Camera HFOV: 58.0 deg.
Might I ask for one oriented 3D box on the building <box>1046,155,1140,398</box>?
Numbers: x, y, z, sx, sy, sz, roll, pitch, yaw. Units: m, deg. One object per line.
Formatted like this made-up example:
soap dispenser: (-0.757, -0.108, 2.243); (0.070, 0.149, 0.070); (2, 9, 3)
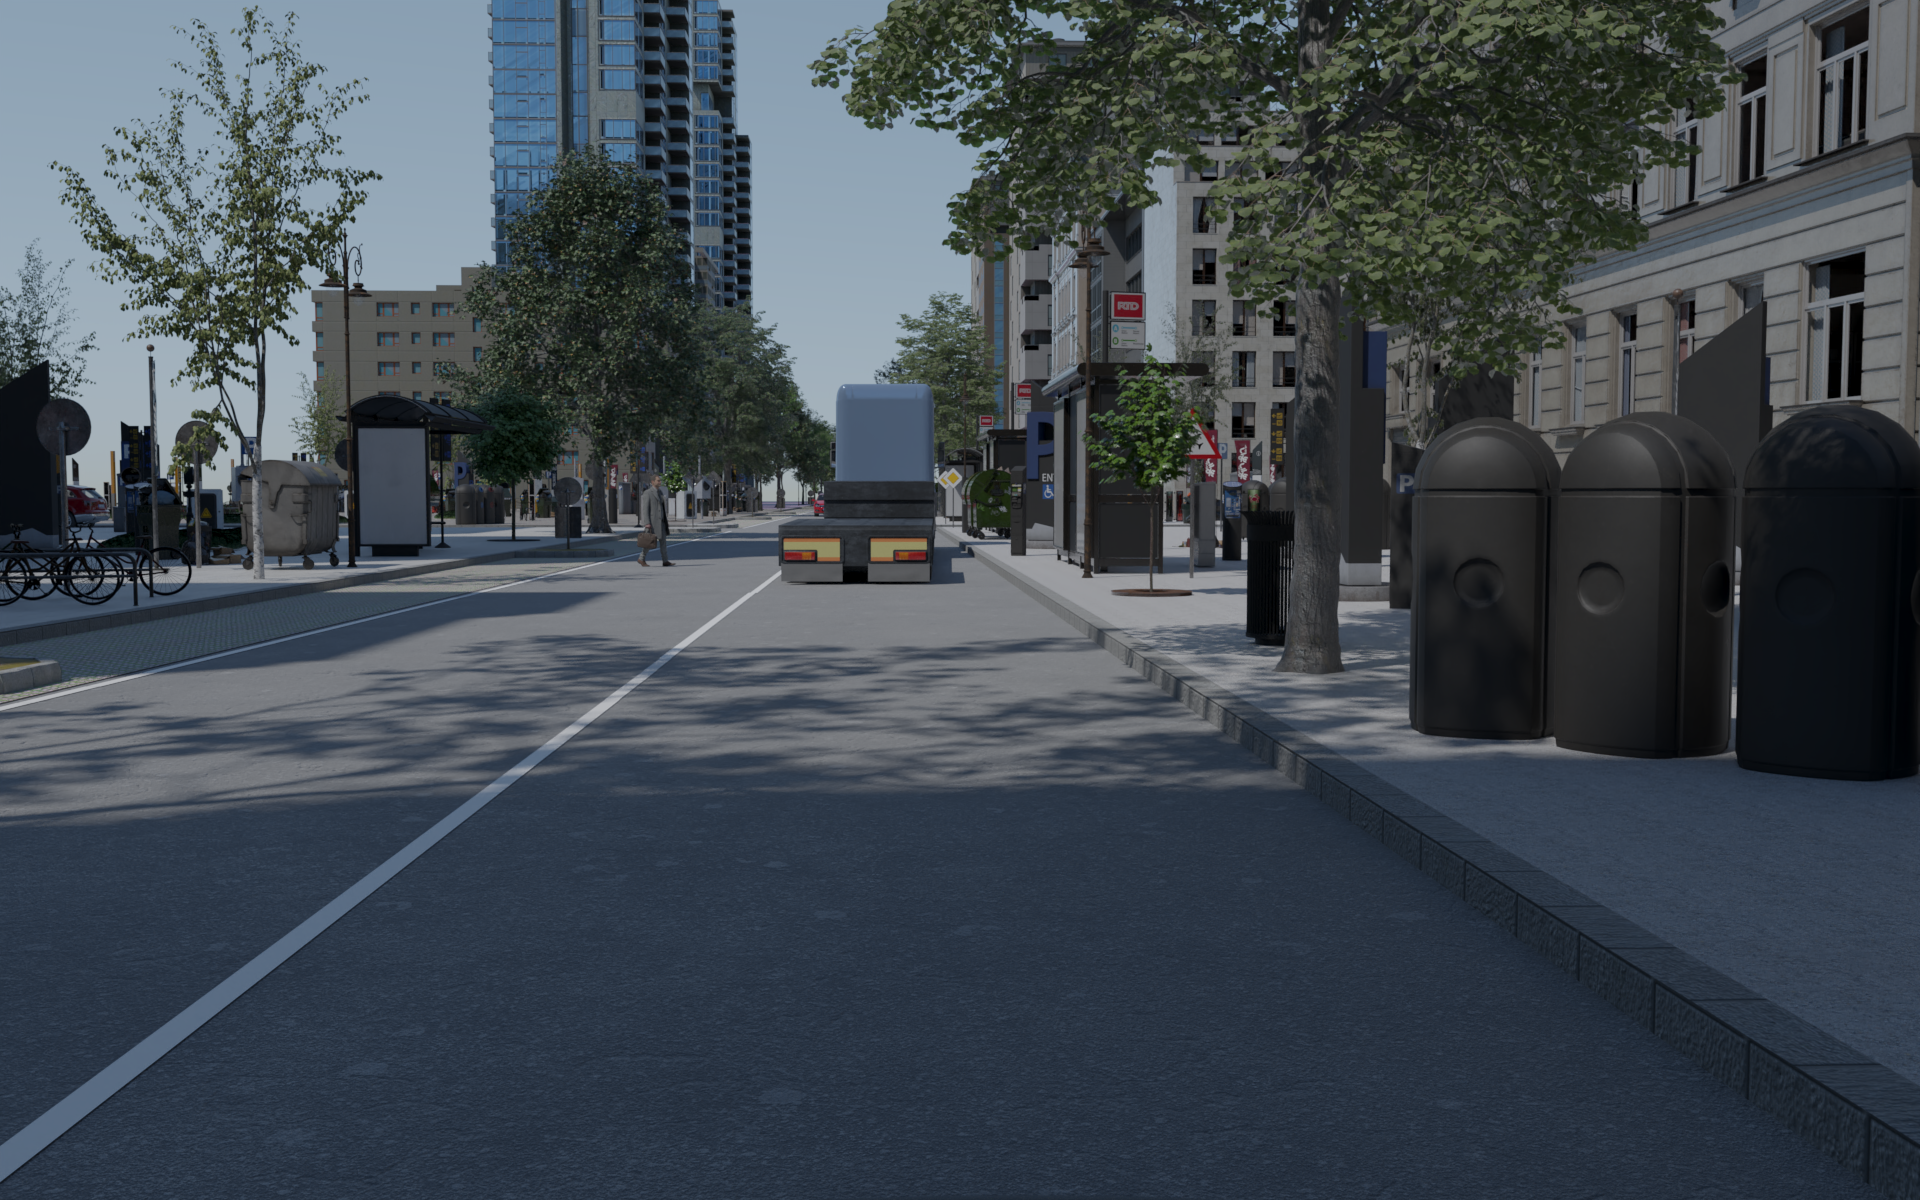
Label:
building: (14.505, -21.631, 139.576); (13.634, 28.700, 20.117); (0, 4, -3)

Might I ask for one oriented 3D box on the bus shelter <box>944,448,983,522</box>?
bus shelter: (0.131, -5.163, 78.339); (2.014, 3.302, 5.546); (0, 4, -2)

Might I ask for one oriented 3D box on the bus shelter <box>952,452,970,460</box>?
bus shelter: (0.739, -6.607, 85.652); (2.179, 5.291, 8.768); (0, 4, -3)

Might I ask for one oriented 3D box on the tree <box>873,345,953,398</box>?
tree: (-3.966, -21.960, 214.934); (12.611, 20.169, 13.585); (0, 3, 0)

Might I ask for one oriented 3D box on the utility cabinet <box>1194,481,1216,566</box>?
utility cabinet: (4.307, -1.350, 30.757); (0.318, 1.500, 1.173); (0, 4, 1)

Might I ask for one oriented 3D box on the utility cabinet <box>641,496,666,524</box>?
utility cabinet: (-12.940, -3.793, 73.185); (1.020, 1.237, 0.306); (0, 4, -4)

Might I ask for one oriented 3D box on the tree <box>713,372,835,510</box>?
tree: (-16.437, -13.147, 140.712); (9.928, 11.665, 9.643); (0, 3, 0)

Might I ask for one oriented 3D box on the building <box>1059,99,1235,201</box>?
building: (22.776, -29.538, 174.833); (32.217, 40.220, 23.993); (0, 4, -3)

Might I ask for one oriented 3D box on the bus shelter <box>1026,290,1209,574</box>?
bus shelter: (2.734, -3.318, 31.889); (2.179, 5.291, 8.768); (0, 4, -3)

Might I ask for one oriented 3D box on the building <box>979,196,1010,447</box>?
building: (10.078, -37.261, 259.328); (14.600, 45.320, 14.200); (0, 4, -3)

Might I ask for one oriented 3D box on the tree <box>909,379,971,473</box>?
tree: (-3.096, -15.753, 167.925); (12.009, 13.543, 11.850); (0, 3, 0)

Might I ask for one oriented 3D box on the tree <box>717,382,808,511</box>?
tree: (-15.343, -12.024, 131.009); (8.767, 10.594, 7.601); (3, 5, 39)

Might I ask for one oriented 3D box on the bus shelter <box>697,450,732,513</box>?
bus shelter: (-17.167, -8.696, 119.816); (2.179, 5.291, 8.768); (0, 4, -2)

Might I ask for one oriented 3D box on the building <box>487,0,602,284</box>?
building: (-39.818, -53.659, 190.003); (22.319, 86.520, 31.000); (0, 4, -3)

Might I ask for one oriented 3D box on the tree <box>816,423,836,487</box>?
tree: (-23.462, -24.423, 305.974); (9.857, 13.997, 8.962); (0, 3, 0)

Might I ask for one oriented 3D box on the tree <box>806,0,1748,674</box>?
tree: (2.479, -5.779, 12.610); (7.486, 12.596, 7.792); (0, 3, 0)

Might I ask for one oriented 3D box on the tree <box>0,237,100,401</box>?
tree: (-27.281, -6.109, 50.250); (4.360, 8.622, 3.978); (0, 3, 0)

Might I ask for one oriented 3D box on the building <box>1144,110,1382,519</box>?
building: (18.702, -14.391, 90.042); (16.860, 20.320, 10.420); (0, 4, -3)

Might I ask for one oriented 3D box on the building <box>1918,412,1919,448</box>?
building: (37.705, -16.713, 91.279); (19.932, 24.808, 12.078); (0, 4, -3)

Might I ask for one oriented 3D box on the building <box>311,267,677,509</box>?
building: (-41.674, -19.379, 161.882); (27.650, 21.520, 28.899); (0, 4, -3)

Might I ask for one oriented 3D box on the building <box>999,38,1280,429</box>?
building: (20.025, -37.364, 200.143); (28.713, 52.752, 27.495); (0, 4, -3)

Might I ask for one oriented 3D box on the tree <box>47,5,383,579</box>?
tree: (-10.817, -4.620, 25.893); (4.737, 8.622, 4.395); (0, 3, 0)

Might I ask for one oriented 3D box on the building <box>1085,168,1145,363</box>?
building: (16.982, -18.078, 114.645); (14.314, 24.678, 30.058); (0, 4, -3)

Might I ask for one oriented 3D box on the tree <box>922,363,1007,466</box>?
tree: (-1.214, -11.043, 114.973); (8.767, 10.594, 7.601); (0, 4, -3)

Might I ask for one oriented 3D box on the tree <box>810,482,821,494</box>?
tree: (-21.455, -16.009, 256.340); (1.663, 3.219, 1.824); (0, 3, 0)

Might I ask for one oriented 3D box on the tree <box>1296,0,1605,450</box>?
tree: (6.927, -4.569, 25.067); (4.360, 8.622, 3.978); (0, 3, 0)

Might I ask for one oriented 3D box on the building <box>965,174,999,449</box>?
building: (15.805, -42.260, 280.181); (28.713, 52.752, 27.495); (0, 4, -3)

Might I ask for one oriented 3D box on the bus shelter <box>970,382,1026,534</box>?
bus shelter: (1.754, -5.042, 60.071); (2.179, 5.291, 8.768); (0, 4, -3)

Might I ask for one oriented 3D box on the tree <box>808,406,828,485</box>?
tree: (-17.202, -15.062, 163.277); (9.611, 12.733, 9.660); (0, 3, 0)

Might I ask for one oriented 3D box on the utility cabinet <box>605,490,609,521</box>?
utility cabinet: (-16.672, -4.462, 81.633); (0.318, 1.500, 1.173); (0, 4, -8)

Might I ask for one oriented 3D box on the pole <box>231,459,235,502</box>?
pole: (-42.277, -6.537, 100.727); (0.158, 3.312, 0.155); (0, 3, 0)

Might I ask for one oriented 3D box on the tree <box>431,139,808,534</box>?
tree: (-11.857, -8.515, 56.234); (9.611, 12.733, 9.660); (0, 3, 0)

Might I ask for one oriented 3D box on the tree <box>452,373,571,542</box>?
tree: (-12.300, -3.886, 47.251); (4.285, 4.588, 4.351); (0, 3, 0)

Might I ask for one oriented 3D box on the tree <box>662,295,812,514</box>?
tree: (-14.967, -12.455, 110.294); (9.857, 13.997, 8.962); (0, 3, 0)

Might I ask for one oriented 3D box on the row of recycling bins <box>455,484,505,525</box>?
row of recycling bins: (-20.460, -4.073, 73.700); (1.069, 1.692, 3.534); (1, 4, 11)

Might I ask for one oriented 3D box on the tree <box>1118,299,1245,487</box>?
tree: (8.626, -6.985, 64.570); (4.360, 8.622, 3.978); (0, 3, 0)

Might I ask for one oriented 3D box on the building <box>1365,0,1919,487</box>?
building: (21.020, -12.666, 40.367); (16.112, 22.955, 30.059); (0, 4, -3)

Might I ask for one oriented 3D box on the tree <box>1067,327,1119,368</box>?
tree: (5.732, -7.665, 75.678); (4.360, 8.622, 3.978); (0, 3, 0)

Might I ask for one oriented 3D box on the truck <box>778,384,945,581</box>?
truck: (-1.765, -2.860, 36.528); (2.967, 4.110, 18.799); (0, 4, -1)

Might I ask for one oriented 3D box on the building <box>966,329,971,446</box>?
building: (7.957, -32.407, 301.561); (14.160, 30.474, 14.107); (0, 4, -3)

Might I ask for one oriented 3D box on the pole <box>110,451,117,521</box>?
pole: (-39.950, -5.377, 81.750); (0.158, 3.312, 0.155); (0, 3, 0)

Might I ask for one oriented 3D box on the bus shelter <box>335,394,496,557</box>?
bus shelter: (-11.770, -2.692, 37.936); (2.014, 3.302, 5.546); (0, 4, -3)

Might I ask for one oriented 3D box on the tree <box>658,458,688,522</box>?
tree: (-13.227, -5.282, 80.965); (1.663, 3.219, 1.824); (0, 3, 0)

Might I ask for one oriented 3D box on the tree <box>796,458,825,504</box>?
tree: (-19.875, -16.777, 224.665); (4.360, 8.622, 3.978); (0, 3, 0)

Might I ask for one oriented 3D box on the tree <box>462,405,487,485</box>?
tree: (-36.724, -10.646, 124.417); (4.737, 8.622, 4.395); (0, 3, 0)

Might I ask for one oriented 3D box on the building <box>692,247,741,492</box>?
building: (-48.674, -34.349, 253.484); (32.217, 40.220, 23.993); (0, 4, -3)

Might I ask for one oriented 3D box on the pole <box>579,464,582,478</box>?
pole: (-25.647, -7.535, 117.041); (0.158, 3.312, 0.155); (0, 3, 0)

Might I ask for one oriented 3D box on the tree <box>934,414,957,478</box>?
tree: (-1.291, -10.896, 128.511); (4.737, 8.622, 4.395); (0, 3, 0)

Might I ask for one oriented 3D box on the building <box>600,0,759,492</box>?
building: (-43.766, -59.211, 280.768); (22.319, 86.520, 31.000); (0, 4, -3)

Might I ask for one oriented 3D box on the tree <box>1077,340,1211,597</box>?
tree: (2.303, -1.675, 21.986); (1.663, 3.219, 1.824); (0, 3, 0)
